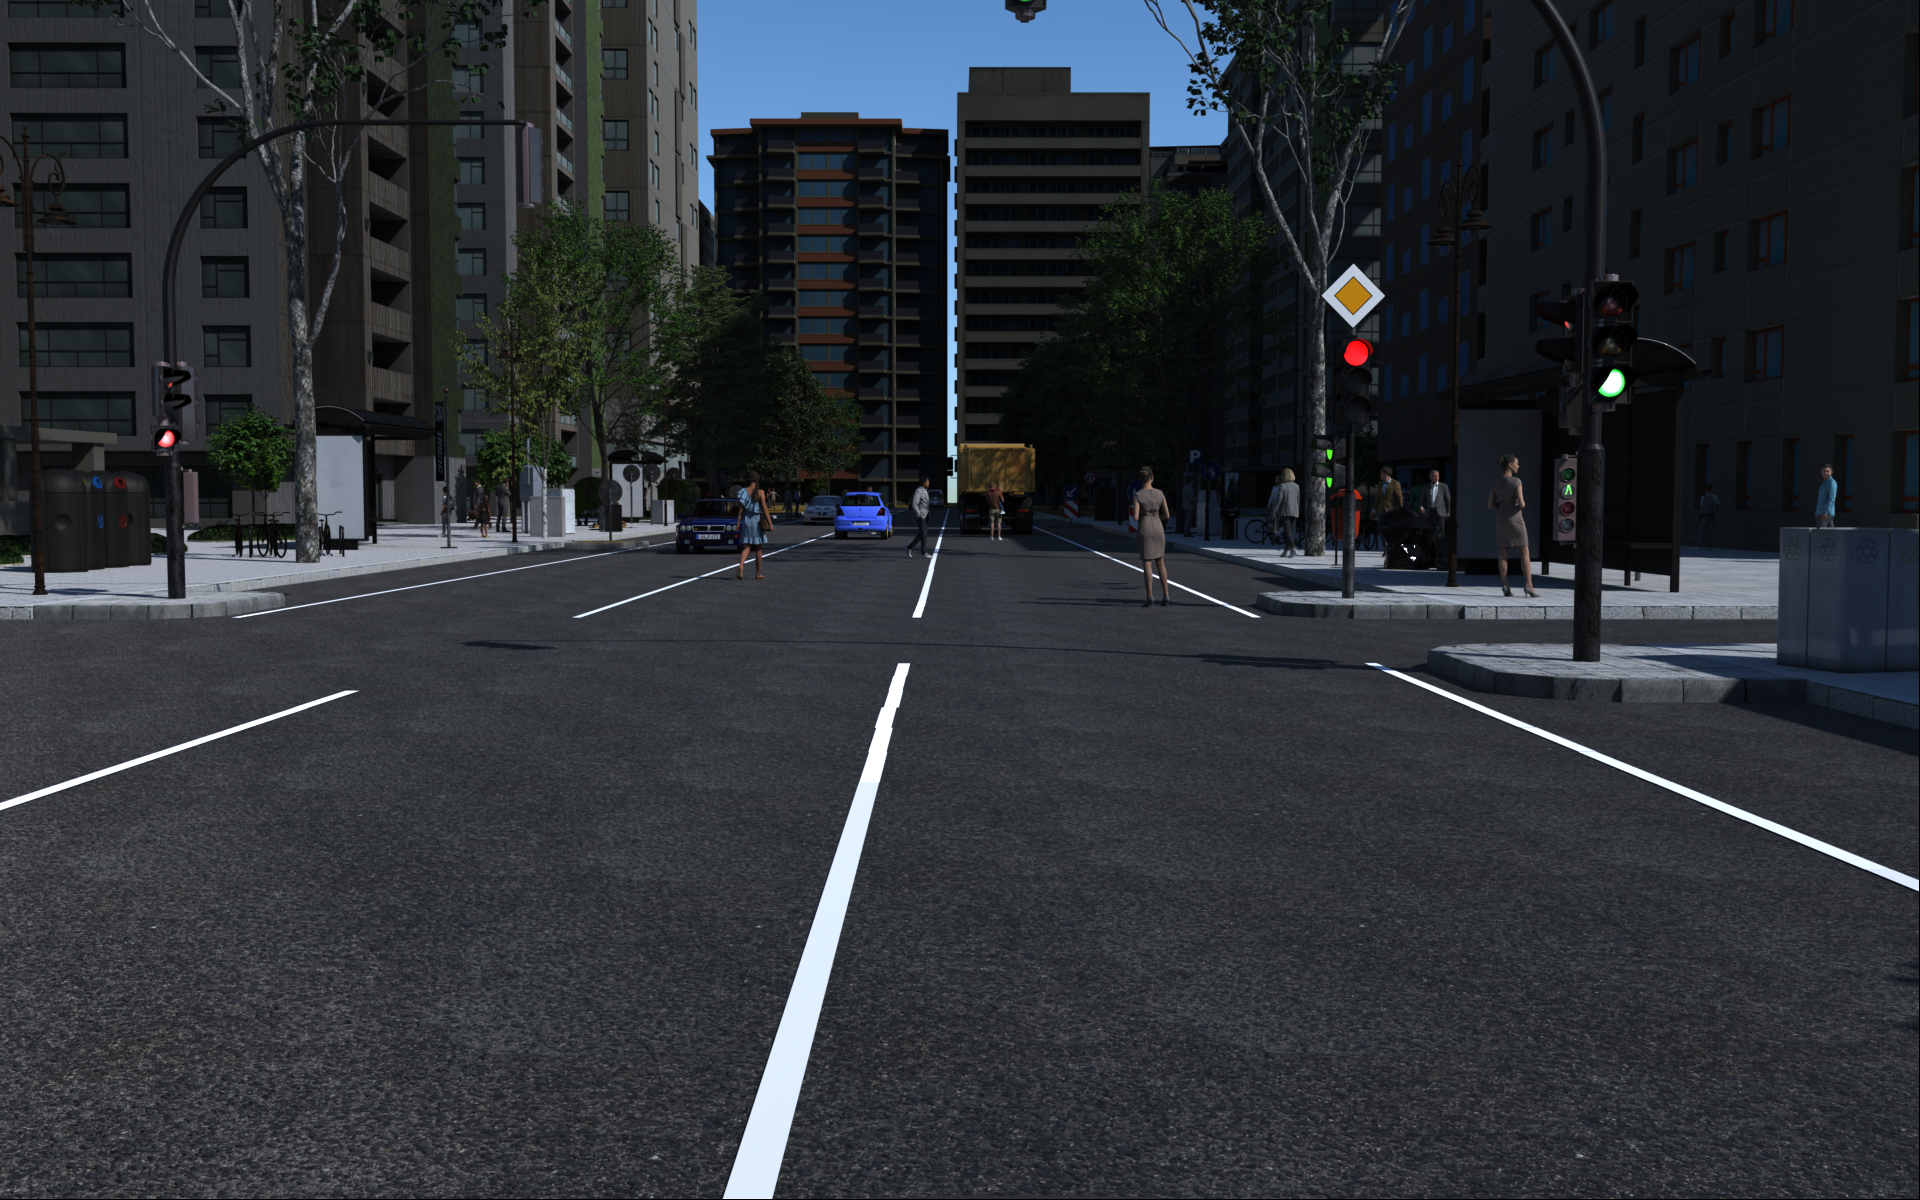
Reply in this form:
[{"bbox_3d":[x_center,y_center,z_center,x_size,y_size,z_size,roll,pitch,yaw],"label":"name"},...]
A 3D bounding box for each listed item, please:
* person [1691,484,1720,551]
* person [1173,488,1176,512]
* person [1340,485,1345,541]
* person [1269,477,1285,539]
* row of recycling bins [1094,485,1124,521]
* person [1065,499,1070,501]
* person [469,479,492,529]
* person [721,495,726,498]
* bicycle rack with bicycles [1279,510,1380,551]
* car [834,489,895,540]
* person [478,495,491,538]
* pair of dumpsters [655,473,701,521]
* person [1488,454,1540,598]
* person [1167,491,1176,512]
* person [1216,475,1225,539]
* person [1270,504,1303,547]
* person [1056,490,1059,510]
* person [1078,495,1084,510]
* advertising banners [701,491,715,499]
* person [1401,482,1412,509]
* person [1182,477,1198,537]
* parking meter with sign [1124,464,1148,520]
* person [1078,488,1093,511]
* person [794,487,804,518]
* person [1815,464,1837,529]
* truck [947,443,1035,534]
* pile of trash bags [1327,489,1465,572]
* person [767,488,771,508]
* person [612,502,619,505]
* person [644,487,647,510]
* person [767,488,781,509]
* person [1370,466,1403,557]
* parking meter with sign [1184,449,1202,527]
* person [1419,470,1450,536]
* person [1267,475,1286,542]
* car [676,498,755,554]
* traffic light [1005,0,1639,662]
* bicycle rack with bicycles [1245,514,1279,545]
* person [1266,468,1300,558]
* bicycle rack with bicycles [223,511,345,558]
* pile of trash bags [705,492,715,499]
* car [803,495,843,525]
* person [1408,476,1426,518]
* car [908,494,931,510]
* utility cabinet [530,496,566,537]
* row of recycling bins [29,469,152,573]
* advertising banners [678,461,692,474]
[{"bbox_3d":[16.894,-1.870,39.212,0.503,1.515,0.523,-2,4,-32],"label":"person"},{"bbox_3d":[15.856,-7.349,126.654,0.568,1.767,0.683,1,4,9],"label":"person"},{"bbox_3d":[10.525,-2.498,47.062,0.590,1.801,0.661,-2,4,-33],"label":"person"},{"bbox_3d":[9.125,-2.643,49.504,0.529,1.795,0.600,1,4,19],"label":"person"},{"bbox_3d":[7.248,-4.743,84.668,1.069,1.692,3.534,1,4,17],"label":"row of recycling bins"},{"bbox_3d":[7.429,-6.572,116.714,0.991,1.433,0.599,-2,4,-33],"label":"person"},{"bbox_3d":[-17.447,-3.487,63.024,0.822,1.834,0.622,-1,4,-16],"label":"person"},{"bbox_3d":[-14.621,-5.911,105.883,0.628,1.438,0.799,3,5,45],"label":"person"},{"bbox_3d":[8.891,-1.612,39.739,2.852,0.926,2.925,0,4,8],"label":"bicycle rack with bicycles"},{"bbox_3d":[-3.088,-2.821,55.711,1.945,1.707,3.694,0,4,0],"label":"car"},{"bbox_3d":[-14.004,-2.463,50.990,0.362,1.253,0.373,1,4,14],"label":"person"},{"bbox_3d":[-12.881,-4.683,79.060,1.574,2.255,4.437,0,4,0],"label":"pair of dumpsters"},{"bbox_3d":[6.917,-0.932,21.619,0.374,1.781,0.599,-3,4,-37],"label":"person"},{"bbox_3d":[12.530,-5.997,104.926,1.217,1.723,0.721,-1,4,-11],"label":"person"},{"bbox_3d":[7.598,-2.663,49.561,0.580,1.828,0.573,0,4,-1],"label":"person"},{"bbox_3d":[7.952,-2.217,42.172,0.818,1.842,0.514,1,4,17],"label":"person"},{"bbox_3d":[7.752,-8.085,138.952,0.721,1.735,1.217,1,4,16],"label":"person"},{"bbox_3d":[9.673,-7.959,139.407,0.697,1.427,0.421,-2,4,-27],"label":"person"},{"bbox_3d":[-14.099,-5.993,94.171,2.074,3.025,0.090,-2,4,-35],"label":"advertising banners"},{"bbox_3d":[15.621,-3.304,60.900,0.563,1.720,0.643,2,4,29],"label":"person"},{"bbox_3d":[6.922,-2.783,51.737,0.583,1.804,0.606,-1,4,-22],"label":"person"},{"bbox_3d":[8.564,-5.541,86.863,1.738,3.016,0.543,0,4,7],"label":"parking meter with sign"},{"bbox_3d":[9.725,-7.789,134.101,1.217,1.736,0.721,2,4,28],"label":"person"},{"bbox_3d":[-9.535,-5.780,102.879,0.599,1.838,0.709,0,4,-1],"label":"person"},{"bbox_3d":[16.105,-1.599,32.048,0.748,1.841,0.638,2,4,30],"label":"person"},{"bbox_3d":[1.262,-4.235,65.174,3.469,3.379,9.791,0,4,-1],"label":"truck"},{"bbox_3d":[7.856,-1.247,30.145,1.912,1.369,3.447,-3,5,-41],"label":"pile of trash bags"},{"bbox_3d":[-17.274,-9.222,156.833,0.705,1.822,1.348,1,4,12],"label":"person"},{"bbox_3d":[-13.756,-3.775,68.362,0.593,1.750,0.643,1,4,15],"label":"person"},{"bbox_3d":[-20.857,-6.572,114.213,0.721,1.735,1.217,-1,4,-22],"label":"person"},{"bbox_3d":[-15.782,-8.584,146.385,1.348,1.824,0.705,-2,4,-33],"label":"person"},{"bbox_3d":[8.661,-1.787,35.168,0.656,1.842,0.836,1,4,18],"label":"person"},{"bbox_3d":[8.927,-4.324,66.963,0.543,3.016,1.738,1,4,19],"label":"parking meter with sign"},{"bbox_3d":[9.977,-1.830,36.359,0.661,1.777,0.834,1,4,13],"label":"person"},{"bbox_3d":[8.638,-2.479,46.802,0.641,1.798,0.478,-2,4,-26],"label":"person"},{"bbox_3d":[-5.921,-1.842,42.703,1.945,1.354,3.894,0,4,0],"label":"car"},{"bbox_3d":[2.702,-2.350,13.083,4.771,5.953,1.251,0,4,0],"label":"traffic light"},{"bbox_3d":[8.697,-1.890,44.282,2.925,0.926,2.852,2,4,24],"label":"bicycle rack with bicycles"},{"bbox_3d":[6.561,-1.755,34.917,0.709,1.800,0.728,-2,4,-24],"label":"person"},{"bbox_3d":[-13.859,-1.372,35.807,2.852,0.926,2.925,-1,4,-20],"label":"bicycle rack with bicycles"},{"bbox_3d":[-13.041,-4.860,89.209,1.912,1.369,3.447,0,4,-1],"label":"pile of trash bags"},{"bbox_3d":[-6.223,-4.202,81.062,2.083,1.381,4.827,0,4,1],"label":"car"},{"bbox_3d":[12.734,-2.555,48.065,0.600,1.795,0.529,1,4,17],"label":"person"},{"bbox_3d":[-3.731,-8.916,157.571,2.131,1.459,4.920,0,4,1],"label":"car"},{"bbox_3d":[-12.347,-2.491,51.885,1.020,1.237,0.306,1,4,12],"label":"utility cabinet"},{"bbox_3d":[-14.978,-1.389,29.828,1.069,1.692,3.534,0,4,-4],"label":"row of recycling bins"},{"bbox_3d":[-14.555,-5.847,91.786,0.090,3.025,2.074,1,4,12],"label":"advertising banners"}]
